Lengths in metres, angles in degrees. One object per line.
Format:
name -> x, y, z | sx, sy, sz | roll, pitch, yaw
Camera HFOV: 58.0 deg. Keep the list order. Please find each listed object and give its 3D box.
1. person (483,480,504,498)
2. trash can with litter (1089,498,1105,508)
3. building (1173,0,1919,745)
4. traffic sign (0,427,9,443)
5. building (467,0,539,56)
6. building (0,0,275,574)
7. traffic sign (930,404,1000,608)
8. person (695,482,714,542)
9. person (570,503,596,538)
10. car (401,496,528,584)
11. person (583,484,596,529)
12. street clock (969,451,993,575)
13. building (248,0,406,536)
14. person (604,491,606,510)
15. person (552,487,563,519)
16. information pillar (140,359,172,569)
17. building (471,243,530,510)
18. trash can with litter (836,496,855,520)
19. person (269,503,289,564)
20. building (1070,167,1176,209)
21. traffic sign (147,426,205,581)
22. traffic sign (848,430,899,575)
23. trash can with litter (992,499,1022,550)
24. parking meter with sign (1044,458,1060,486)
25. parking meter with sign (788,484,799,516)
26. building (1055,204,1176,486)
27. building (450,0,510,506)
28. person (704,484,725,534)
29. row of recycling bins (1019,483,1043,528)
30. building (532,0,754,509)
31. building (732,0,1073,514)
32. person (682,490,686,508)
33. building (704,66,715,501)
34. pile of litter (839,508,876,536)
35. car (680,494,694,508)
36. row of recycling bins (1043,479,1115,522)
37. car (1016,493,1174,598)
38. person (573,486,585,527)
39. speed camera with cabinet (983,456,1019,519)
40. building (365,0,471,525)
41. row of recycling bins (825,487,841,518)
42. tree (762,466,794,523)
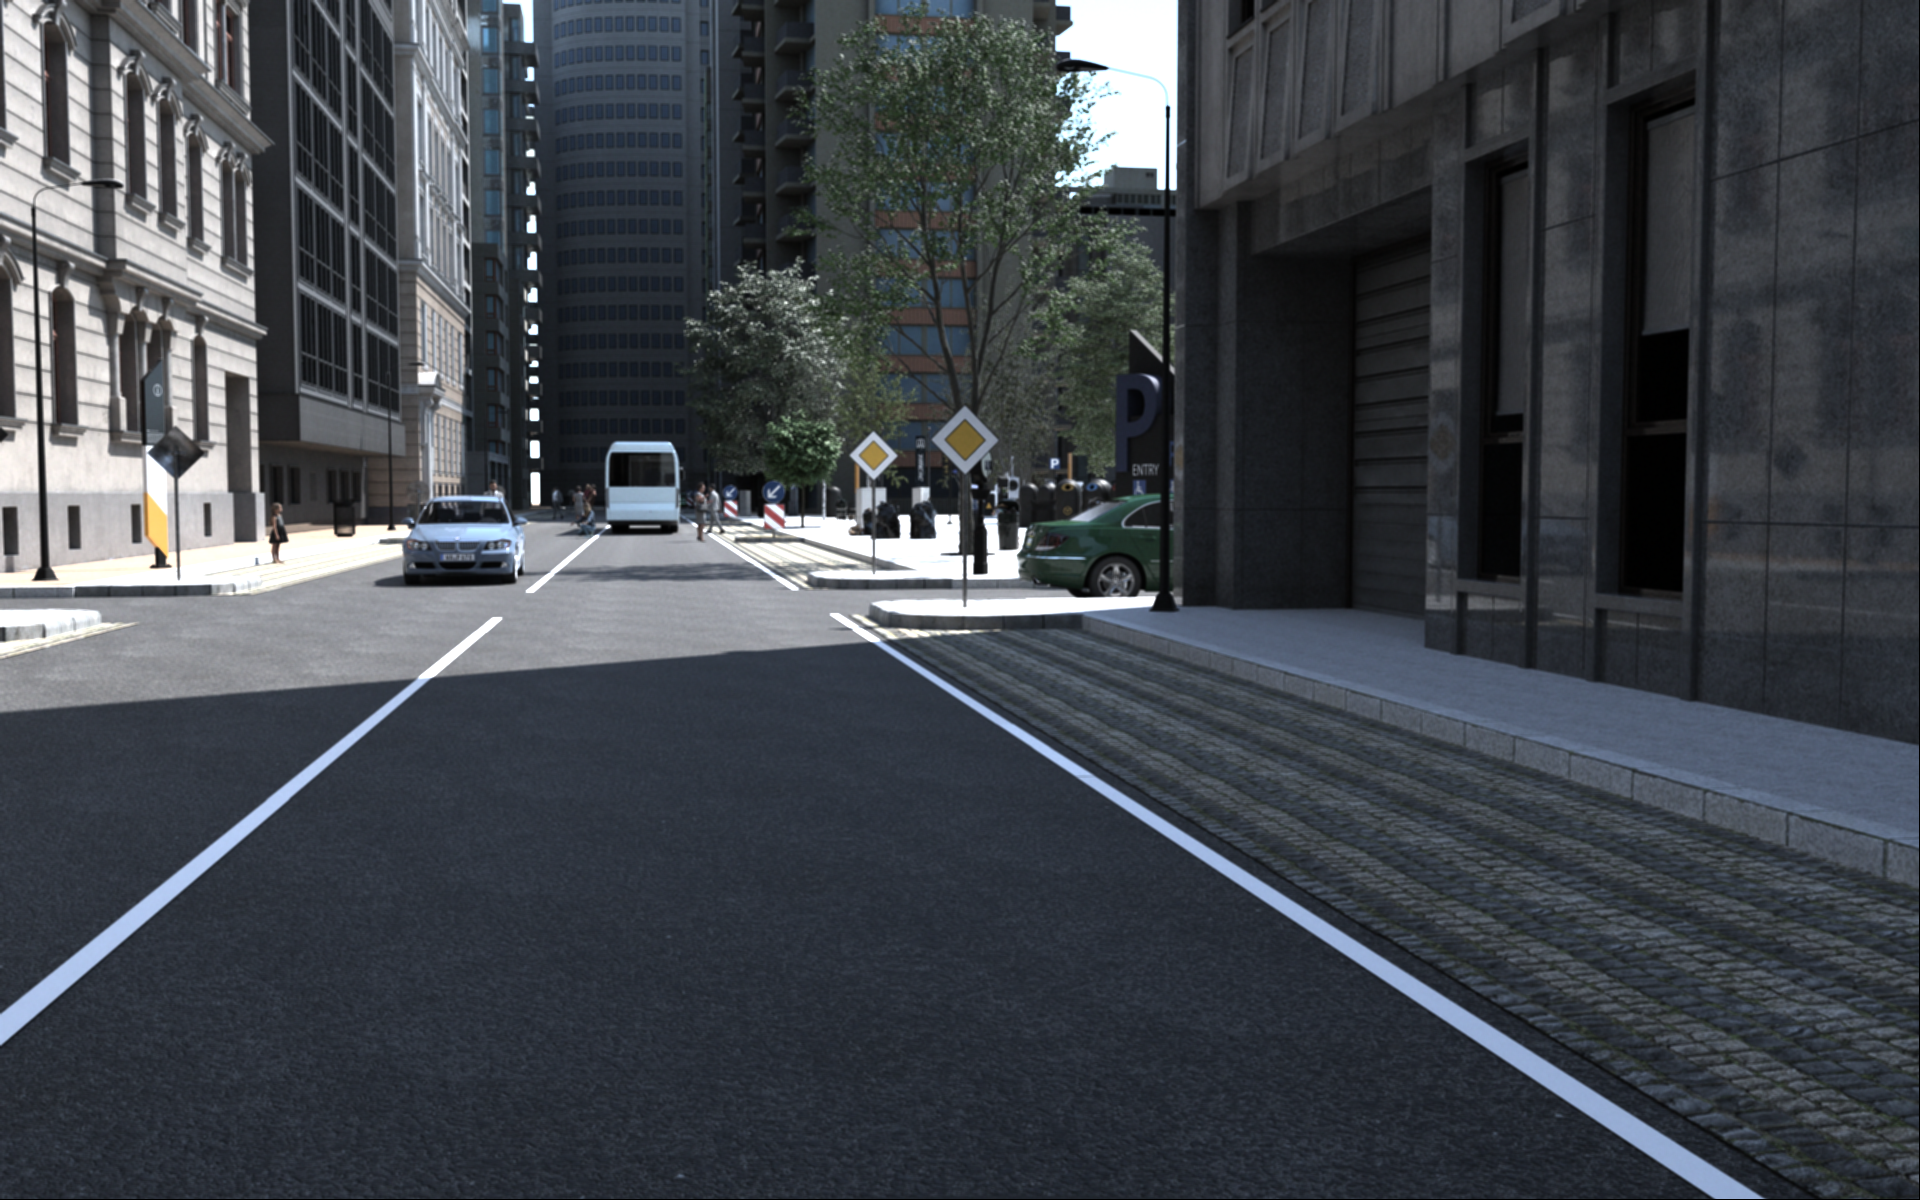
person -> -11.945, -2.178, 44.377 | 0.678, 1.792, 0.850 | -1, 4, -18
trash can with litter -> 2.384, -1.391, 33.807 | 1.678, 1.210, 2.233 | 3, 4, 39
building -> 10.142, -11.782, 10.656 | 12.078, 24.808, 19.932 | -1, 4, -10
traffic sign -> -10.132, -0.859, 17.693 | 0.795, 2.450, 0.064 | -1, 4, -10
building -> -54.257, -32.974, 158.740 | 30.456, 49.044, 23.786 | -1, 4, -10
building -> -23.067, -15.102, 34.306 | 14.401, 28.519, 23.554 | -1, 4, -10
traffic sign -> 0.052, -0.970, 19.502 | 0.795, 2.450, 0.064 | -1, 4, -10
person -> -7.736, -2.651, 52.210 | 0.532, 1.782, 0.716 | 0, 4, 3
person -> -12.229, -2.602, 56.535 | 0.738, 1.151, 1.012 | -2, 4, -29
car -> -8.279, -1.046, 29.111 | 2.014, 1.417, 4.499 | -1, 4, -12
person -> -15.169, -3.829, 71.083 | 0.580, 1.828, 0.573 | 1, 4, 11
street clock -> 0.328, -1.409, 27.605 | 0.358, 2.002, 0.471 | 2, 4, 24
building -> -27.645, -16.169, 57.874 | 14.314, 27.812, 24.014 | -1, 4, -10
person -> -31.059, -8.745, 152.270 | 0.721, 1.735, 1.217 | -2, 4, -29
person -> -22.997, -5.529, 99.002 | 0.850, 1.850, 0.679 | 3, 4, 39
information pillar -> -13.862, -2.352, 29.812 | 0.183, 3.616, 0.504 | 1, 4, 14
building -> -47.966, -17.515, 131.402 | 27.650, 21.520, 28.899 | -1, 4, -10
trash can with litter -> -5.670, -4.596, 86.540 | 1.055, 1.170, 0.624 | 1, 4, 15
person -> -13.959, -1.366, 35.498 | 0.373, 1.253, 0.362 | 1, 4, 9
building -> 20.806, -31.596, 208.481 | 23.993, 40.220, 32.217 | -1, 4, -10
traffic sign -> -11.550, -1.340, 25.552 | 0.795, 2.450, 0.064 | -1, 4, -10
traffic sign -> -1.365, -1.451, 27.361 | 0.795, 2.450, 0.064 | -1, 4, -10
trash can with litter -> 1.094, -1.742, 39.868 | 0.624, 1.170, 1.055 | 0, 4, 8
parking meter with sign -> 4.415, -5.390, 84.384 | 0.543, 3.016, 1.738 | -1, 4, -10
parking meter with sign -> -9.766, -6.449, 101.696 | 0.543, 3.016, 1.738 | 0, 4, 4
building -> 15.693, -24.762, 176.554 | 14.107, 30.474, 14.160 | -1, 4, -10
building -> -38.988, -40.843, 106.033 | 20.563, 71.187, 20.611 | -1, 4, -10
person -> -8.830, -3.266, 62.175 | 0.850, 1.792, 0.678 | 1, 4, 11
row of recycling bins -> 3.800, -3.583, 65.687 | 3.534, 1.692, 1.069 | 2, 4, 30
building -> -32.694, -39.838, 193.344 | 28.212, 58.520, 21.231 | -1, 4, -10
building -> -4.565, -28.588, 122.039 | 22.147, 44.769, 28.867 | -1, 4, -10
person -> -26.909, -9.758, 167.918 | 0.709, 1.838, 0.599 | 2, 4, 34
building -> -17.960, -29.781, 170.513 | 14.154, 41.232, 14.086 | -1, 4, -10
pile of litter -> -2.965, -2.429, 53.675 | 1.719, 0.858, 1.176 | -1, 4, -19
car -> -26.166, -9.504, 164.183 | 1.959, 1.807, 4.718 | -1, 4, -10
row of recycling bins -> 4.128, -2.474, 47.558 | 3.534, 1.692, 1.069 | 2, 4, 35
car -> 3.211, -0.692, 23.117 | 4.920, 1.459, 2.131 | -1, 4, -8
person -> -16.491, -4.075, 75.483 | 0.716, 1.782, 0.532 | 0, 4, -2
speed camera with cabinet -> 2.042, -5.858, 90.107 | 2.038, 3.252, 0.660 | 0, 4, -4
building -> -30.240, -17.973, 79.758 | 13.634, 28.700, 20.117 | -1, 4, -10
row of recycling bins -> -7.144, -5.459, 96.363 | 1.069, 1.692, 3.534 | 0, 4, -5
tree -> -8.069, -5.095, 77.907 | 1.663, 3.219, 1.824 | 0, 3, 0
